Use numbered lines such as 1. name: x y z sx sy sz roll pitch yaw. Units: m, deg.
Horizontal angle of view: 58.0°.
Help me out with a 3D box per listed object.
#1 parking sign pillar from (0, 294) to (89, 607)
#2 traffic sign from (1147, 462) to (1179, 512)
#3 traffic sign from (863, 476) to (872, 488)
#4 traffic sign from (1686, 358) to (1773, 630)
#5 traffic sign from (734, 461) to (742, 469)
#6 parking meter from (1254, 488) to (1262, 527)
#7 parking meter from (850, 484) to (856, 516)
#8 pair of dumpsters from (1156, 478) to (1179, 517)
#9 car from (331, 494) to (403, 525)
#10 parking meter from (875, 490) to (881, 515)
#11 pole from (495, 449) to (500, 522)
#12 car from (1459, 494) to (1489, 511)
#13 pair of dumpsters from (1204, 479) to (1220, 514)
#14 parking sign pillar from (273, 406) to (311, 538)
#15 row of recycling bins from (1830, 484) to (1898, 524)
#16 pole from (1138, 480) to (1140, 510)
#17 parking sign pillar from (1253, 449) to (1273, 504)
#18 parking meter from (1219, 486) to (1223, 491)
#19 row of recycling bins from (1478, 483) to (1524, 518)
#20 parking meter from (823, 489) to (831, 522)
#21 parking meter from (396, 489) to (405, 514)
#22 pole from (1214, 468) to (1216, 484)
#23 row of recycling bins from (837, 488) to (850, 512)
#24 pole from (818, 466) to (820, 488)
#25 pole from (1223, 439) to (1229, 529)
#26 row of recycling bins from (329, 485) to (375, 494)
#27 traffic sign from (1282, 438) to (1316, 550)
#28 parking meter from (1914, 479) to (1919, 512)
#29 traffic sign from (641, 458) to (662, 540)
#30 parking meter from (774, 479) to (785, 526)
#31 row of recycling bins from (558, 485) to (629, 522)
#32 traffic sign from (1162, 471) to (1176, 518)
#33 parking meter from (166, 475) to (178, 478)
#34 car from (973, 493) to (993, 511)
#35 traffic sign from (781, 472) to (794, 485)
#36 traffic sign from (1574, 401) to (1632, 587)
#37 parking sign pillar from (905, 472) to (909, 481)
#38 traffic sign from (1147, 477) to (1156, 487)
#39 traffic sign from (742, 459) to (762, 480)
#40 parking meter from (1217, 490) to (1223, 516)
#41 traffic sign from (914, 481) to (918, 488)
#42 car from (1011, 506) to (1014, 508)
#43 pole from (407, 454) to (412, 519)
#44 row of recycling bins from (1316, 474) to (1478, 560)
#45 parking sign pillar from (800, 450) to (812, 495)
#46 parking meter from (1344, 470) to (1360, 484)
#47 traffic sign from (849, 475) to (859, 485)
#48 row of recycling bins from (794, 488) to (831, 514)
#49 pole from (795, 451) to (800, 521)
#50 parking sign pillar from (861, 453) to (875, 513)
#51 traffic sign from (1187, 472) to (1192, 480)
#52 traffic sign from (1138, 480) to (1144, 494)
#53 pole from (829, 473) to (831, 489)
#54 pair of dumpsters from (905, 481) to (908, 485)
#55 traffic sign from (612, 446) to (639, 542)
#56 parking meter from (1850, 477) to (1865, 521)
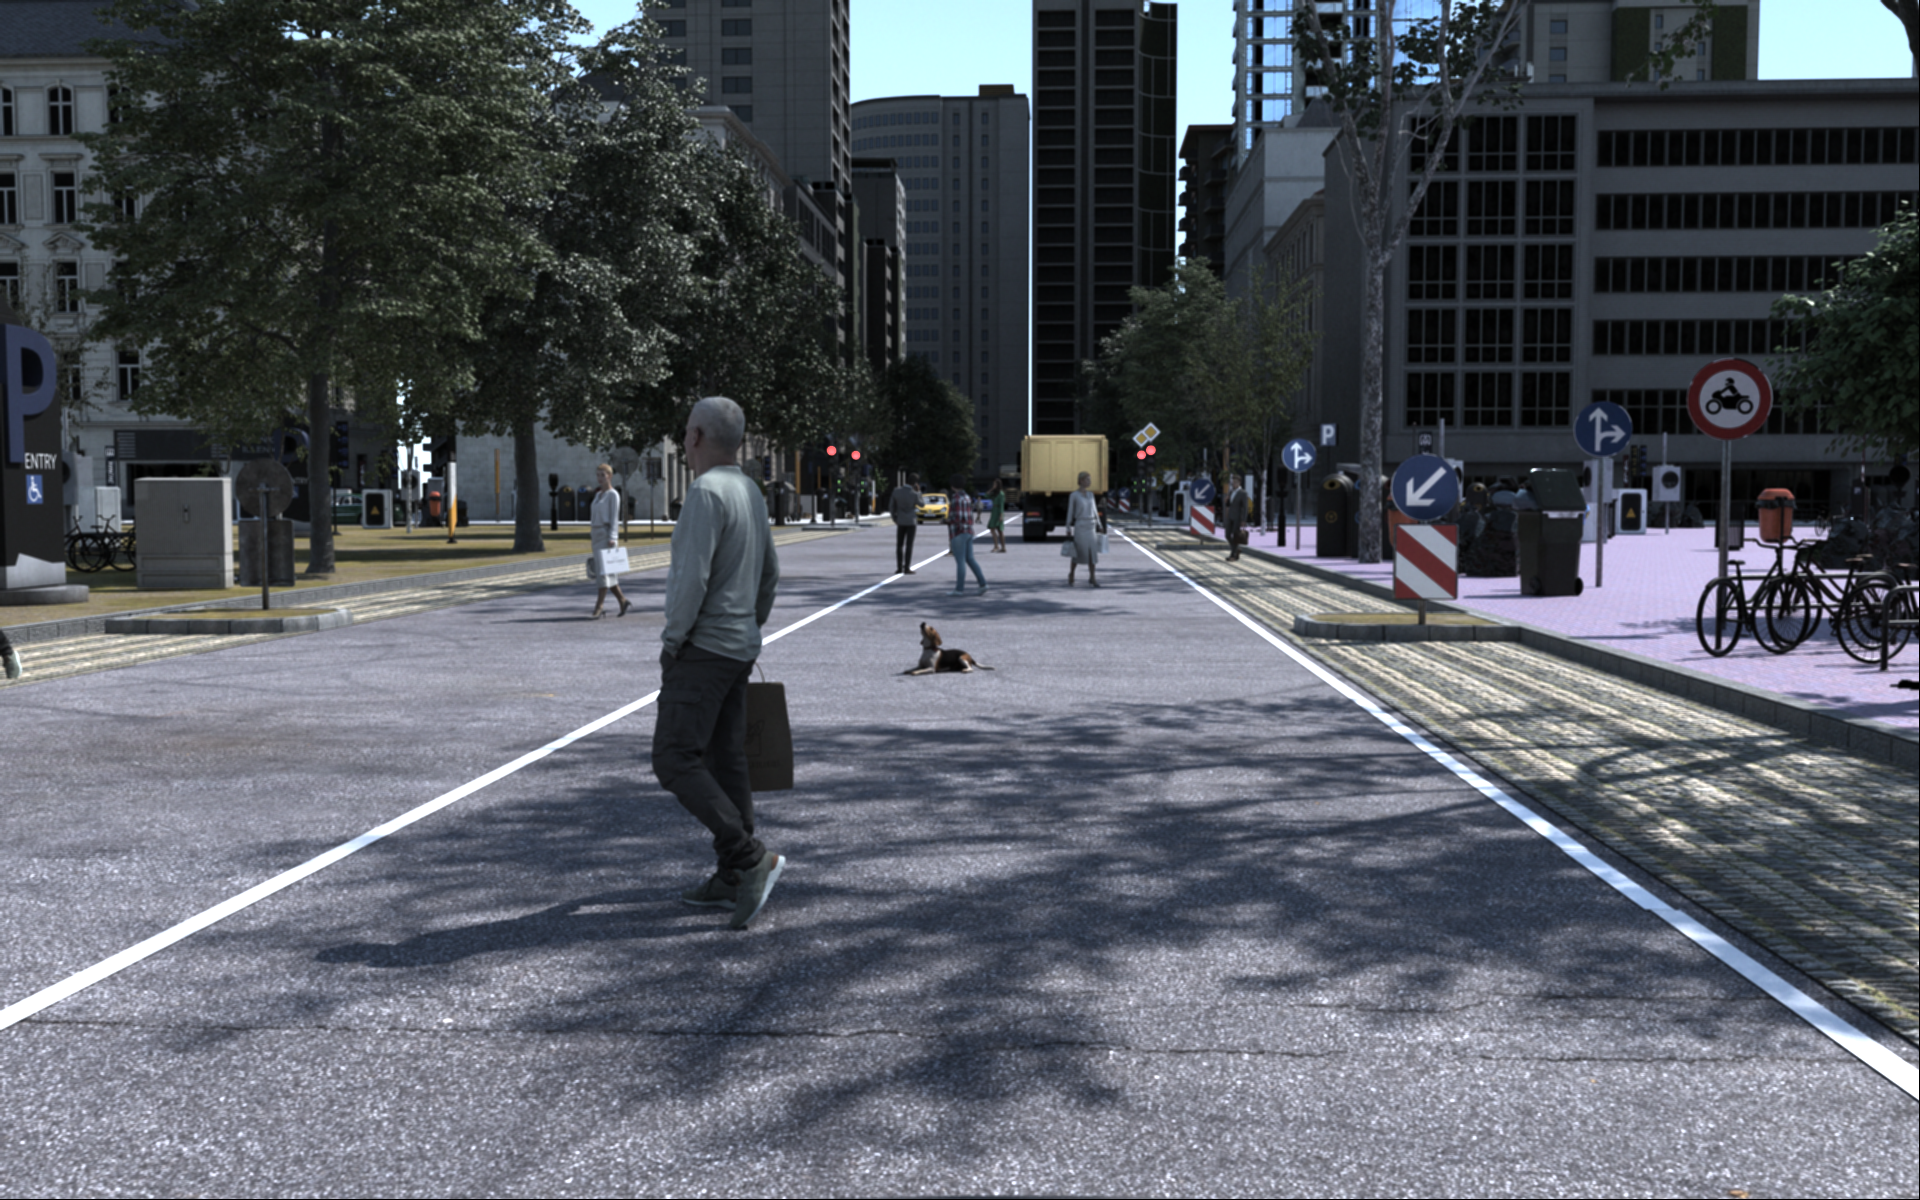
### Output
1. parking sign pillar: -11.083 -1.948 20.320 1.447 3.967 1.447 0 4 1
2. traffic sign: 12.813 -7.007 108.440 2.265 3.308 0.079 1 4 9
3. traffic sign: -5.756 -6.562 108.480 0.795 2.450 0.064 0 4 8
4. traffic sign: 7.218 -0.992 16.333 0.768 2.556 0.104 0 4 8
5. traffic sign: -8.715 -4.056 66.416 0.768 2.556 0.104 1 4 10
6. parking meter: 11.777 -3.654 68.161 0.372 1.533 0.369 0 3 0
7. parking meter: -6.122 -5.782 100.239 0.399 1.863 0.255 1 4 19
8. pair of dumpsters: 11.846 -5.768 96.799 1.574 2.255 4.437 0 4 3
9. car: -25.991 -3.743 72.993 4.920 1.459 2.131 0 4 4
10. parking meter: -4.948 -5.879 104.531 0.372 1.533 0.369 0 3 0
11. pole: -21.030 -5.194 78.757 0.158 3.312 0.155 0 3 0
12. car: 21.204 -3.737 71.319 3.980 1.641 2.015 0 4 3
13. pair of dumpsters: 12.820 -5.449 91.584 1.574 2.255 4.437 0 4 3
14. parking sign pillar: -19.531 -3.824 50.987 1.447 3.967 1.447 1 4 13
15. row of recycling bins: 38.877 -4.107 74.262 3.534 1.692 1.069 -1 4 -21
16. pole: 14.126 -8.700 136.084 0.158 3.312 0.155 0 3 0
17. parking sign pillar: 17.728 -6.937 101.898 1.447 3.967 1.447 -2 4 -25
18. parking meter: 15.477 -5.914 102.400 0.399 1.863 0.255 2 4 24
19. row of recycling bins: 19.672 -3.330 61.559 3.534 1.692 1.069 3 4 39
20. parking meter: -6.217 -4.421 80.696 0.372 1.533 0.369 0 3 0
21. parking meter: -25.526 -4.322 79.078 0.372 1.533 0.369 0 3 0
22. pole: 19.810 -8.610 134.623 0.158 3.312 0.155 0 3 0
23. row of recycling bins: -9.481 -7.106 123.301 3.534 1.692 1.069 1 4 12
24. pole: -10.349 -8.158 127.231 0.158 3.312 0.155 0 3 0
25. pole: 9.844 -4.296 64.088 0.158 3.312 0.155 0 3 0
26. row of recycling bins: -28.850 -4.470 80.201 3.534 1.692 1.069 -3 5 -40
27. traffic sign: 7.776 -2.426 39.774 0.768 2.556 0.104 1 4 8
28. parking meter: 36.181 -3.639 65.204 0.255 1.863 0.399 -3 5 -44
29. traffic sign: -8.641 -2.842 48.589 0.606 2.300 0.079 0 4 7
30. parking meter: -7.217 -3.887 69.269 0.255 1.863 0.399 2 4 35
31. row of recycling bins: -17.219 -4.542 81.376 3.534 1.692 1.069 1 4 13
32. traffic sign: 11.359 -5.747 94.069 0.768 2.556 0.104 1 4 9
33. parking meter: -24.687 -2.964 54.177 0.399 1.863 0.255 1 4 19
34. car: 2.039 -8.235 144.231 1.945 1.707 3.694 0 4 4
35. traffic sign: -8.108 -4.854 81.495 0.606 2.300 0.079 0 4 8
36. traffic sign: 8.822 -1.452 23.843 0.768 2.556 0.104 1 4 10
37. parking sign pillar: -4.409 -9.616 145.700 1.447 3.967 1.447 1 4 12
38. traffic sign: 11.318 -6.142 102.559 0.606 2.300 0.079 0 4 4
39. traffic sign: -7.522 -3.825 62.648 0.768 2.556 0.104 1 4 12
40. parking meter: 14.054 -5.211 93.617 0.372 1.533 0.369 0 3 0
41. traffic sign: -3.989 -9.163 149.928 0.768 2.556 0.104 0 4 6
42. car: 4.669 -10.206 178.672 2.131 1.459 4.920 0 4 3
43. pole: -28.182 -5.801 88.681 0.158 3.312 0.155 0 3 0
44. row of recycling bins: 8.461 -1.666 34.357 1.069 1.692 3.534 -2 4 -32
45. parking sign pillar: -9.512 -7.216 106.452 1.447 3.967 1.447 -2 4 -28
46. parking meter: 9.475 -2.210 41.853 0.399 1.863 0.255 2 4 25
47. traffic sign: -6.877 -6.882 112.626 0.768 2.556 0.104 1 4 9
48. row of recycling bins: -10.280 -6.494 113.292 3.534 1.692 1.069 -2 4 -34
49. pole: -7.590 -5.334 81.059 0.158 3.312 0.155 0 3 0
50. parking sign pillar: -6.086 -7.667 113.834 1.447 3.967 1.447 1 4 21
51. traffic sign: 13.472 -6.230 101.863 0.884 2.594 0.081 1 4 11
52. traffic sign: 13.749 -7.988 130.606 0.884 2.594 0.081 1 4 9
53. pole: -9.273 -7.971 124.164 0.158 3.312 0.155 0 3 0
54. pair of dumpsters: -4.387 -7.747 129.156 1.574 2.255 4.437 0 4 3
55. traffic sign: -8.960 -2.829 46.355 0.768 2.556 0.104 1 4 9
56. parking meter: 30.560 -3.259 58.993 0.399 1.863 0.255 3 4 36
